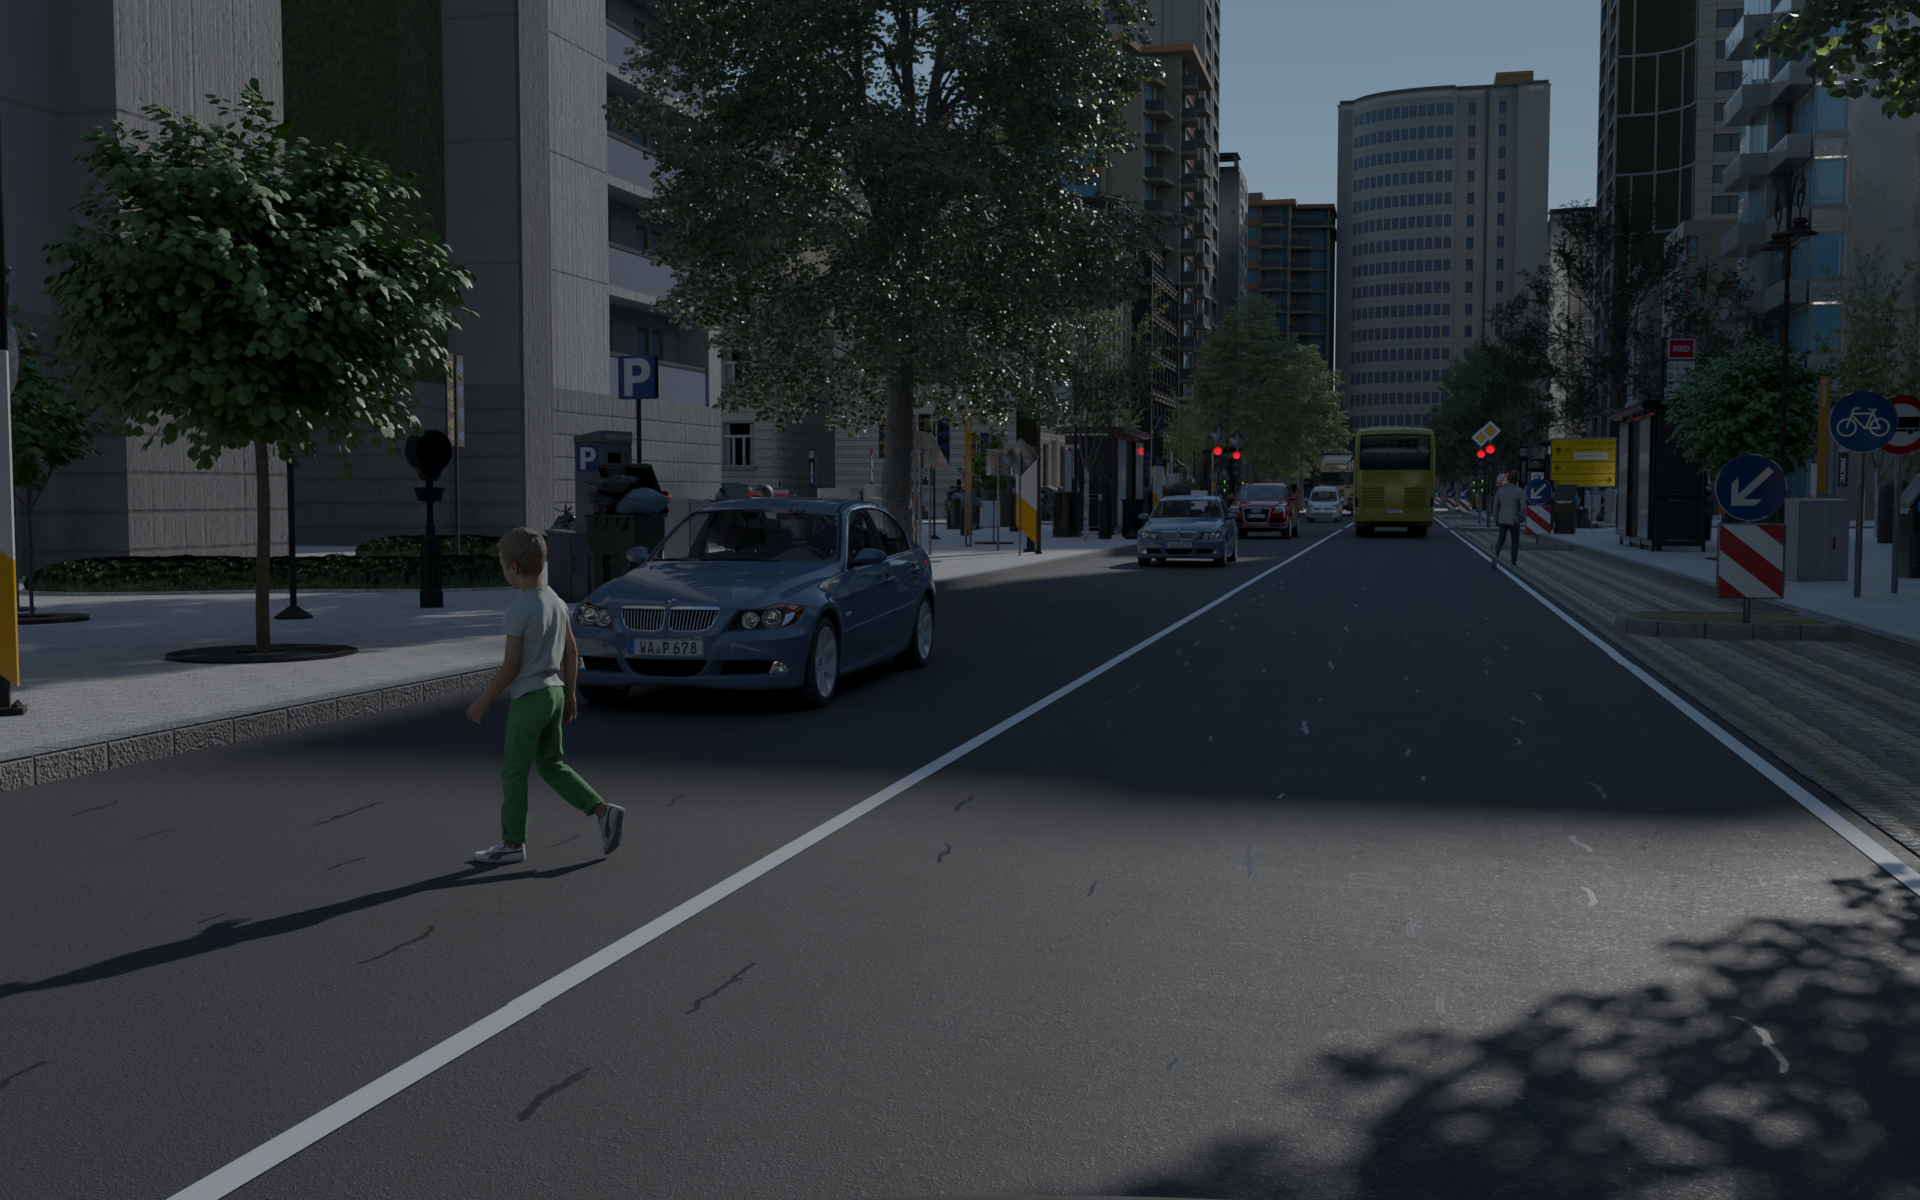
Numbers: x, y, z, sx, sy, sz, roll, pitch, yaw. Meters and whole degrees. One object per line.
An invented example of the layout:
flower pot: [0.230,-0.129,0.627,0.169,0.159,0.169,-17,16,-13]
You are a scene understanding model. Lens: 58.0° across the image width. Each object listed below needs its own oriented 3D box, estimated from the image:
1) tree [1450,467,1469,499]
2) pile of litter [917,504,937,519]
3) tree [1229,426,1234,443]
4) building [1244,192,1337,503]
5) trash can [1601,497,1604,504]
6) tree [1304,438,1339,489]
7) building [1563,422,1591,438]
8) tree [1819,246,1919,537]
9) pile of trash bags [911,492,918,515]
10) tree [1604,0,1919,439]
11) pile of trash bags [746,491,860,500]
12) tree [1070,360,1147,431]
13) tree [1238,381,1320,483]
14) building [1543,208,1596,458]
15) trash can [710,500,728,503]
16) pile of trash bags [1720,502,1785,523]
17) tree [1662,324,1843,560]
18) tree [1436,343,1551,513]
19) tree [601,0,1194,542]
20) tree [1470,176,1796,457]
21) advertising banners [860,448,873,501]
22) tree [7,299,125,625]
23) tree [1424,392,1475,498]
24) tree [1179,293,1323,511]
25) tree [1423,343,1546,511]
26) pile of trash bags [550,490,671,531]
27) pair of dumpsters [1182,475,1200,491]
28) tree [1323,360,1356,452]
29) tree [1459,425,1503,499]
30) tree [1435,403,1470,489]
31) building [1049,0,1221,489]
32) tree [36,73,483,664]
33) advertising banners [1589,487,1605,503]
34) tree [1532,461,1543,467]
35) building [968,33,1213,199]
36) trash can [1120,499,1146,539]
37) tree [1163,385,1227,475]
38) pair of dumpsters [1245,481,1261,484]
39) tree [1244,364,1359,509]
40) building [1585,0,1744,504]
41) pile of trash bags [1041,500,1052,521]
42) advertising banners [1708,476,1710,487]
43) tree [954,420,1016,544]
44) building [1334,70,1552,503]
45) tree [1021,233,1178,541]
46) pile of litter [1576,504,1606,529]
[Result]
tree: [58.591,-15.493,203.677,4.360,8.622,3.978,0,3,0]
pile of litter: [-1.948,-4.513,87.750,1.719,0.858,1.176,2,4,33]
tree: [18.962,-11.257,134.415,4.737,8.622,4.395,0,3,0]
building: [40.489,-36.706,254.768,28.867,44.769,22.147,1,4,14]
trash can: [34.131,-4.964,92.813,0.748,1.137,0.748,0,3,0]
tree: [38.570,-14.263,183.564,4.360,8.622,3.978,0,3,0]
building: [78.068,-53.460,186.743,22.319,86.520,31.000,1,4,14]
tree: [27.191,-6.155,50.999,4.737,8.622,4.395,0,3,0]
pile of trash bags: [-2.940,-3.661,69.612,3.447,1.369,1.912,3,4,36]
tree: [9.025,-6.309,9.800,9.857,13.997,8.962,0,3,0]
pile of trash bags: [-4.956,-2.656,53.176,3.447,1.369,1.912,-2,4,-25]
tree: [7.977,-8.901,95.890,4.737,8.622,4.395,0,3,0]
tree: [20.075,-9.713,109.163,4.737,8.622,4.395,0,3,0]
building: [88.064,-33.967,238.951,14.086,41.232,14.154,1,4,14]
trash can: [-5.848,-1.927,43.153,0.748,1.137,0.748,0,3,0]
pile of trash bags: [28.500,-3.127,60.882,3.447,1.369,1.912,1,4,13]
tree: [15.391,-3.052,33.608,4.285,4.588,4.351,0,3,0]
tree: [35.642,-11.618,115.705,9.928,11.665,9.643,0,3,0]
tree: [-0.974,-7.410,27.812,9.857,13.997,8.962,0,3,0]
tree: [19.542,-7.075,50.090,8.767,10.594,7.601,1,4,18]
advertising banners: [-3.485,-4.212,65.059,0.090,3.025,2.074,1,4,11]
tree: [-9.488,-1.392,17.357,1.663,3.219,1.824,0,3,0]
tree: [54.830,-16.757,192.107,7.486,12.596,7.792,0,3,0]
tree: [16.199,-11.024,98.369,7.486,12.596,7.792,0,3,0]
tree: [40.002,-13.143,131.891,9.611,12.733,9.660,0,3,0]
pile of trash bags: [-7.767,-1.825,39.598,1.912,1.369,3.447,2,4,28]
pair of dumpsters: [11.016,-5.141,86.546,1.574,2.255,4.437,1,4,14]
tree: [25.850,-12.992,130.546,7.486,12.596,7.792,0,3,0]
tree: [51.817,-13.821,176.336,4.737,8.622,4.395,0,3,0]
tree: [28.810,-9.369,87.599,7.601,10.594,8.767,-2,4,-31]
building: [20.141,-46.083,191.716,20.563,71.187,20.611,1,4,14]
tree: [-5.509,-1.827,13.587,4.285,4.588,4.351,0,3,0]
advertising banners: [37.940,-6.423,101.210,2.074,3.025,0.090,2,4,26]
tree: [47.593,-9.548,139.820,4.285,4.588,4.351,0,3,0]
building: [12.615,-31.458,168.955,22.147,44.769,28.867,1,4,14]
trash can: [4.914,-2.299,49.244,0.748,1.137,0.748,0,3,0]
tree: [14.852,-10.051,114.697,4.737,8.622,4.395,0,3,0]
pair of dumpsters: [20.890,-7.389,123.302,1.574,2.255,4.437,1,4,14]
tree: [29.174,-14.147,148.310,9.611,12.733,9.660,0,3,0]
building: [69.507,-44.315,162.809,20.563,71.187,20.611,1,4,14]
pile of trash bags: [2.907,-4.410,81.852,3.447,1.369,1.912,-2,4,-28]
advertising banners: [60.008,-8.649,137.606,2.074,3.025,0.090,0,4,-3]
tree: [0.885,-3.063,44.676,1.663,3.219,1.824,0,3,0]
building: [68.043,-43.114,246.915,28.212,58.520,21.231,1,4,14]
tree: [3.694,-5.919,47.143,4.360,8.622,3.978,0,3,0]
pile of litter: [23.566,-3.120,64.976,1.176,0.858,1.719,0,4,6]
